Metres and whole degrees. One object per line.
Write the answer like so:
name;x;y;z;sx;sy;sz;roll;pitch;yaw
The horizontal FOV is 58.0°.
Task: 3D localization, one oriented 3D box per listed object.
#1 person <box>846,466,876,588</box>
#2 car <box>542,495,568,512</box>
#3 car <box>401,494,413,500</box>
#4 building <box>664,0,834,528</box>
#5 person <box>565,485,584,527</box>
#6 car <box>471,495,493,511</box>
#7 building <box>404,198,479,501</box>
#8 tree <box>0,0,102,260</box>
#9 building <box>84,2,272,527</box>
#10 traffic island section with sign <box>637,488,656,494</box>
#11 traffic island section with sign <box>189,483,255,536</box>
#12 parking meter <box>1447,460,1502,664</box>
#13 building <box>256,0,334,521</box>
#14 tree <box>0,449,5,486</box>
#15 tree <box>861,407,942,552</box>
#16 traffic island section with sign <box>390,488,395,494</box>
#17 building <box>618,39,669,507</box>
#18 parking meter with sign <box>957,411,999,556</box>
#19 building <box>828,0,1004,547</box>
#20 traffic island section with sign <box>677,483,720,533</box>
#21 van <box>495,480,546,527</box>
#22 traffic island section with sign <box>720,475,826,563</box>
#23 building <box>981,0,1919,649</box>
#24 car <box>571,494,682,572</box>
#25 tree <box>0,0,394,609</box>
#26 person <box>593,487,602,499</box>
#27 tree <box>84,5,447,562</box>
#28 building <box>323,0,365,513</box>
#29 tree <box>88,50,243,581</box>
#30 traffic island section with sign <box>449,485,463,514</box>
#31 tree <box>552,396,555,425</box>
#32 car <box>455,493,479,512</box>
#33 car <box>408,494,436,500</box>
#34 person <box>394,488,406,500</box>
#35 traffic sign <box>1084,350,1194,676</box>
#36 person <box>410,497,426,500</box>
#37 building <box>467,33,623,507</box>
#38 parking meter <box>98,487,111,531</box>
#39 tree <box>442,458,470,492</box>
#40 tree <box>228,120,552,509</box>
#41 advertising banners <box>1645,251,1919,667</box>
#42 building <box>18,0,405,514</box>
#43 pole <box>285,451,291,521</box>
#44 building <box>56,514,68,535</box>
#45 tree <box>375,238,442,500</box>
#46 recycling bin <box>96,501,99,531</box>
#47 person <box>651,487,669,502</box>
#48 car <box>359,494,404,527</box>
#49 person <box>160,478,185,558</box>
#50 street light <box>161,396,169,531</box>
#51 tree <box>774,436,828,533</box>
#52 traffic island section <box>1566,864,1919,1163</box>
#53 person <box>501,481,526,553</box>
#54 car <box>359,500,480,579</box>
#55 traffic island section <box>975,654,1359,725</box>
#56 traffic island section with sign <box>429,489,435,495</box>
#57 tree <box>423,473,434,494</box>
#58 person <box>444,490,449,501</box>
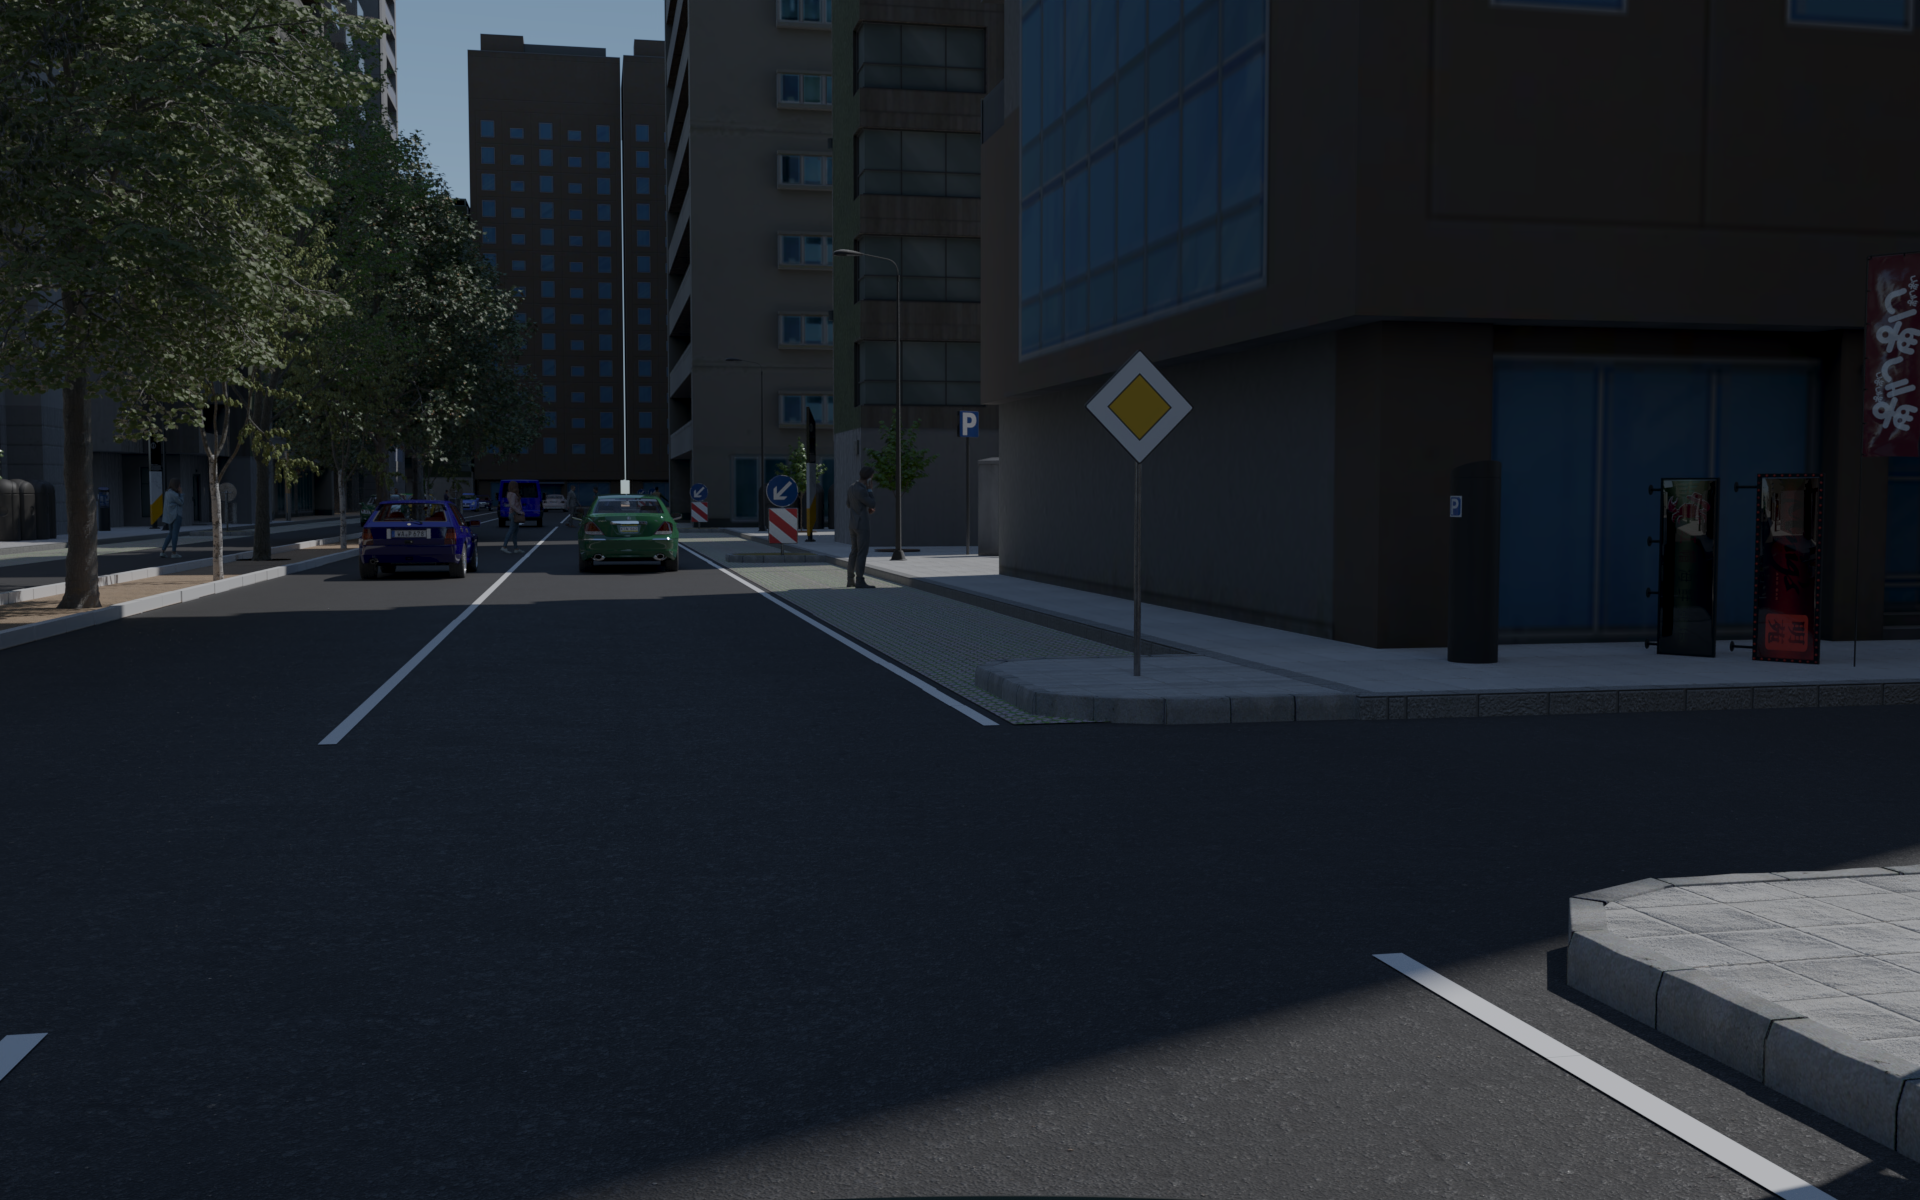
person;-1.474;-1.100;26.287;0.447;1.846;0.655;-2;4;-30
car;-32.212;-7.678;137.902;2.083;1.381;4.827;-1;4;-10
car;-38.174;-6.753;119.215;1.959;1.807;4.718;-1;4;-13
building;-1.848;-27.701;76.620;21.300;48.544;21.600;-1;4;-12
person;-16.631;-4.026;74.443;0.853;1.813;0.709;1;4;12
car;-40.738;-8.255;147.548;1.945;1.354;3.894;-1;4;-13
building;-54.768;-24.359;169.966;14.107;30.474;14.160;-1;4;-12
tree;-9.970;-3.829;15.430;4.360;8.622;3.978;0;3;0
building;-36.722;-18.223;69.653;14.160;30.474;14.107;-1;4;-12
traffic island section with sign;-25.566;-7.936;138.380;1.989;1.847;2.006;-1;4;-12
traffic island section with sign;-25.233;-3.113;59.527;1.989;1.847;2.006;-1;4;-12
parking meter;3.926;-0.294;13.222;0.372;1.533;0.369;0;3;0
building;-45.840;-28.529;90.158;21.300;48.544;21.600;-1;4;-12
tree;-33.800;-4.048;60.781;1.663;3.219;1.824;0;3;0
tree;-1.465;-2.693;38.639;1.663;3.219;1.824;0;3;0
traffic island section with sign;-35.686;-6.122;108.716;1.989;1.847;2.006;-1;4;-12
building;-26.770;-32.130;175.437;14.200;45.320;14.600;-1;4;-12
parking meter with sign;0.730;-2.422;35.856;0.543;3.016;1.738;-3;5;-43
building;3.044;-16.977;49.284;14.160;30.474;14.107;-1;4;-12
traffic island section with sign;-9.866;-3.417;64.499;1.989;1.847;2.006;-1;4;-12
van;-19.438;-4.418;76.619;2.240;2.365;5.245;-1;4;-14
traffic island section with sign;-3.953;-1.720;36.756;1.989;1.847;2.006;-1;4;-12
building;8.648;-22.669;20.745;14.200;45.320;14.600;-1;4;-12
car;-6.386;-1.314;33.280;2.131;1.459;4.920;-1;4;-11
tree;-11.196;-6.186;21.722;7.486;12.596;7.792;0;3;0
person;-16.802;-4.368;80.261;0.721;1.781;0.623;-2;4;-27
tree;-14.801;-6.630;36.616;9.928;11.665;9.643;0;3;0
building;-52.207;-30.321;115.352;23.786;49.044;30.456;-1;4;-12
tree;-12.107;-4.598;27.996;4.737;8.622;4.395;0;3;0
traffic island section with sign;-24.274;-4.597;83.290;2.006;1.907;1.989;-1;4;-12
tree;-19.500;-8.719;62.026;9.611;12.733;9.660;0;3;0
car;-39.687;-7.945;139.490;1.945;1.707;3.694;-1;4;-12
car;-31.352;-5.544;100.865;2.015;1.641;3.980;-1;4;-10
person;-28.679;-4.825;88.109;1.217;1.743;0.721;-1;4;-10
traffic sign;1.246;-0.520;12.152;0.795;2.450;0.064;-1;4;-12
person;-29.349;-5.199;94.030;1.217;1.766;0.721;-3;5;-41
building;-41.133;-32.008;173.434;14.200;45.320;14.600;-1;4;-12
parking meter;-29.666;-3.157;60.030;0.372;1.533;0.369;0;3;0
tree;-21.287;-7.118;69.194;4.737;8.622;4.395;0;3;0
tree;-17.567;-8.131;52.413;9.611;12.733;9.660;0;3;0
advertising banners;6.271;-1.036;13.129;2.074;3.025;0.090;3;5;44
building;-60.807;-36.637;141.014;28.212;58.520;21.231;-1;4;-12
pole;-31.951;-5.411;82.313;0.158;3.312;0.155;0;3;0
building;-36.115;-30.408;39.172;21.231;58.520;28.212;-1;4;-12
tree;-15.994;-5.620;44.713;4.737;8.622;4.395;0;3;0
recycling bin;-30.537;-2.971;61.131;0.722;1.027;0.722;-1;4;-17
person;-15.597;-4.932;89.234;1.348;1.812;0.705;0;4;8
car;-25.747;-4.028;77.660;2.131;1.459;4.920;-1;4;-12
person;-17.728;-1.847;38.955;0.793;1.790;0.793;1;4;10
street light;-27.365;-5.401;60.841;1.470;5.913;1.316;-1;4;-12
tree;-5.429;-3.862;57.747;1.663;3.219;1.824;0;3;0
traffic island section;2.928;1.092;4.423;2.009;0.180;2.903;-1;4;-12
person;-10.861;-2.012;41.984;0.643;1.750;0.593;-2;4;-29
car;-9.534;-1.106;30.665;1.945;1.354;3.894;-1;4;-11
traffic island section;1.267;0.614;12.234;2.009;0.180;2.903;-1;4;-12
traffic island section with sign;-41.374;-7.757;135.450;1.989;1.847;2.006;-1;4;-12
tree;-48.714;-9.970;157.606;1.663;3.219;1.824;0;3;0
person;-33.281;-6.288;112.231;0.530;1.710;0.541;-1;4;-15
